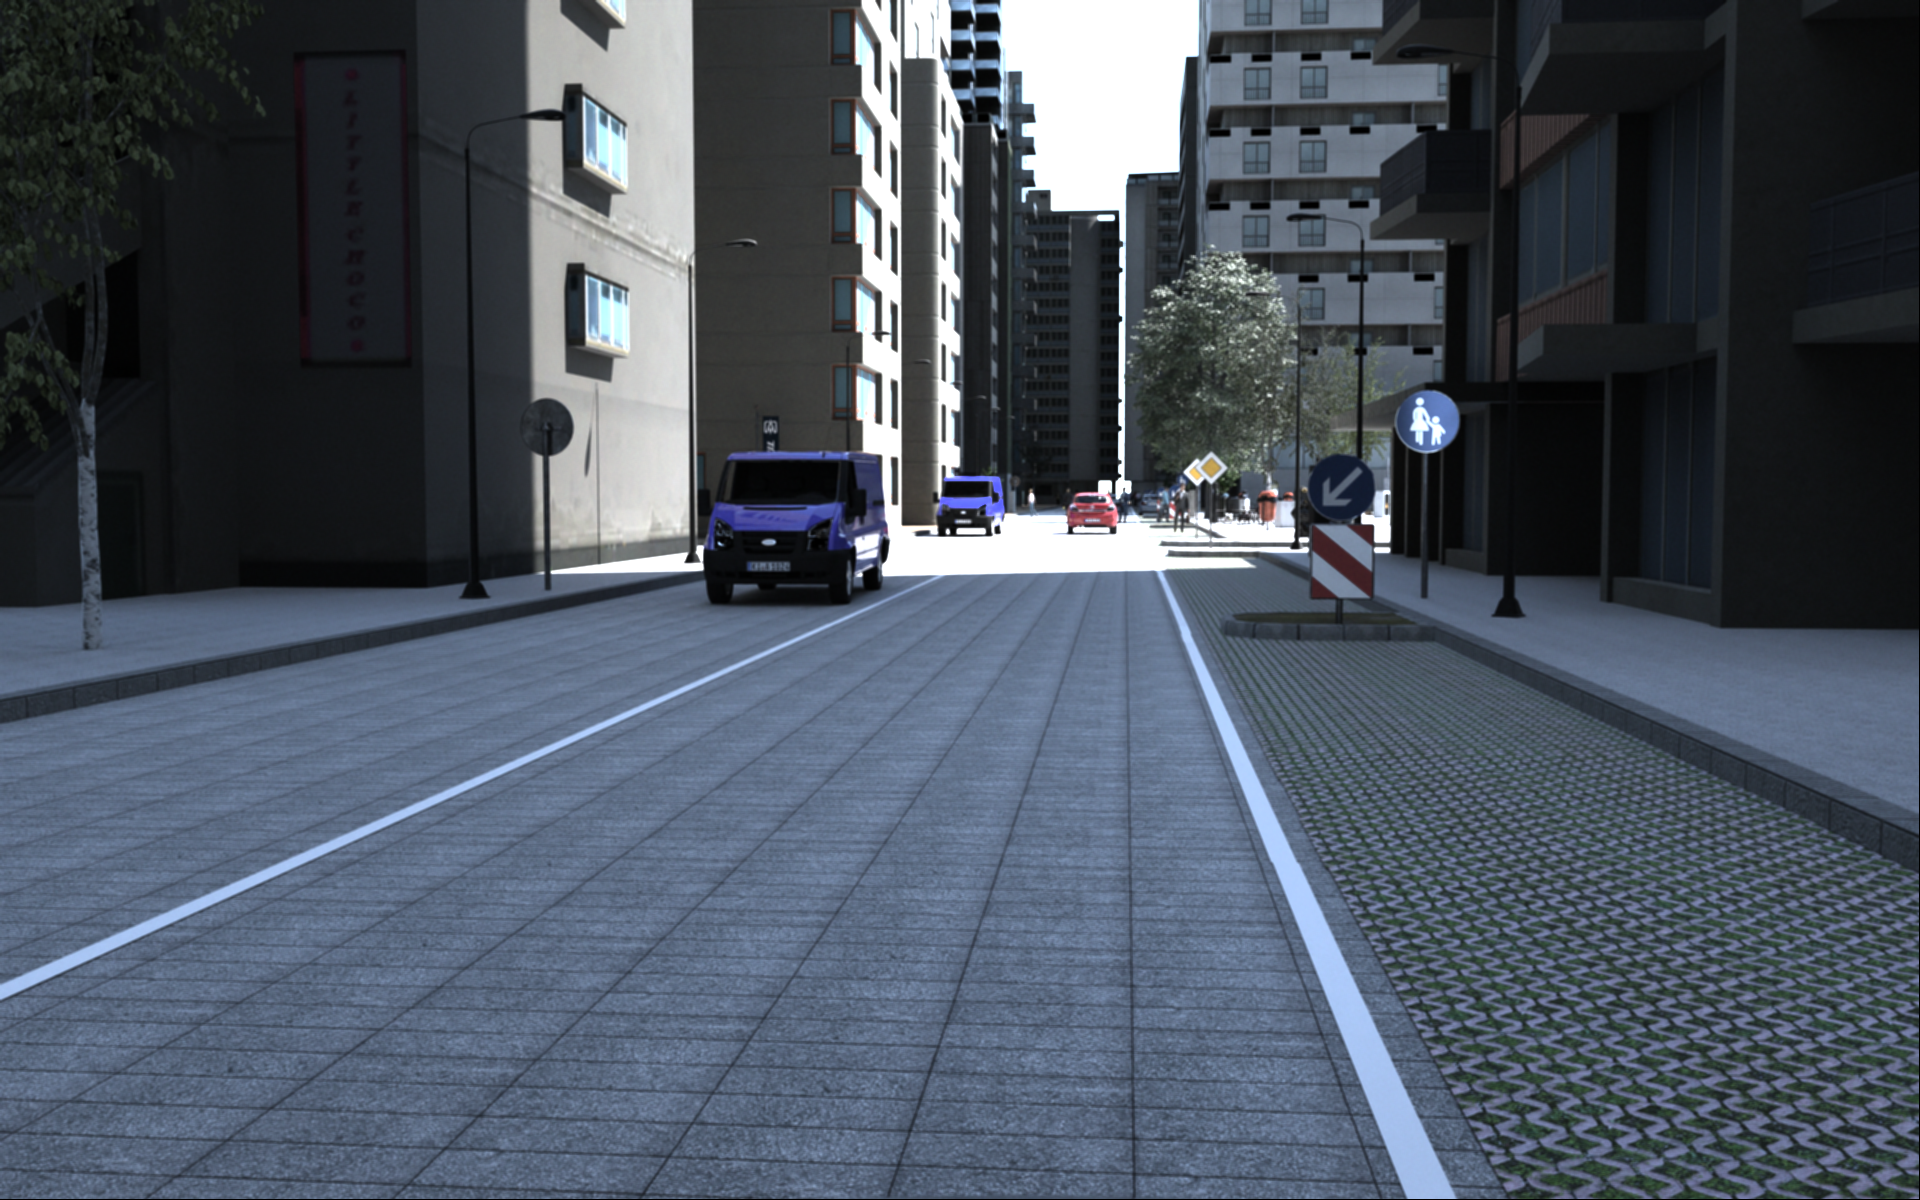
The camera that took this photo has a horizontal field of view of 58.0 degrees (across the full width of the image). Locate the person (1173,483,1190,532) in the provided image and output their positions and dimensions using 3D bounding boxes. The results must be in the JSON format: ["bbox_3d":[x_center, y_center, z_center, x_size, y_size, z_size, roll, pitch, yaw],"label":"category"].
[{"bbox_3d":[8.224,-3.420,64.386,0.622,1.834,0.822,0,3,0],"label":"person"}]

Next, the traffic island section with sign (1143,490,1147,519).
[{"bbox_3d":[11.603,-5.611,100.369,1.989,1.847,2.006,0,4,5],"label":"traffic island section with sign"}]

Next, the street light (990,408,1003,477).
[{"bbox_3d":[1.455,-7.400,93.529,1.470,5.913,1.316,0,4,5],"label":"street light"}]

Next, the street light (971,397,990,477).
[{"bbox_3d":[0.520,-6.733,82.618,1.470,5.913,1.316,0,4,5],"label":"street light"}]

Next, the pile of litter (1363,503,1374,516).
[{"bbox_3d":[24.574,-5.465,103.311,1.719,0.858,1.176,-3,4,-39],"label":"pile of litter"}]

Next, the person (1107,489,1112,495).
[{"bbox_3d":[11.039,-7.346,128.571,1.348,1.831,0.705,1,4,9],"label":"person"}]

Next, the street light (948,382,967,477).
[{"bbox_3d":[-0.593,-6.063,71.675,1.470,5.913,1.316,0,4,5],"label":"street light"}]

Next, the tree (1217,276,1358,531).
[{"bbox_3d":[10.863,-6.679,59.567,4.360,8.622,3.978,0,3,0],"label":"tree"}]

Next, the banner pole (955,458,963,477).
[{"bbox_3d":[-0.076,-8.045,121.560,0.863,3.779,0.401,0,4,7],"label":"banner pole"}]

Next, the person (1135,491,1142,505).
[{"bbox_3d":[17.243,-9.643,167.099,0.756,1.711,0.436,0,4,6],"label":"person"}]

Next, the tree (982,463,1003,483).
[{"bbox_3d":[1.831,-7.005,109.125,1.663,3.219,1.824,0,3,0],"label":"tree"}]

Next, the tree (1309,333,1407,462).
[{"bbox_3d":[18.530,-7.930,80.016,4.737,8.622,4.395,0,3,0],"label":"tree"}]

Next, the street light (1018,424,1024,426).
[{"bbox_3d":[3.545,-8.713,114.994,1.470,5.913,1.316,0,4,5],"label":"street light"}]

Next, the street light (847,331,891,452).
[{"bbox_3d":[-2.663,-4.706,49.488,1.470,5.913,1.316,0,4,5],"label":"street light"}]

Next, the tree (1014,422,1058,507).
[{"bbox_3d":[7.582,-13.601,172.735,4.360,8.622,3.978,0,3,0],"label":"tree"}]

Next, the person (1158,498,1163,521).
[{"bbox_3d":[10.719,-4.790,91.829,0.382,1.210,0.505,-2,4,-34],"label":"person"}]

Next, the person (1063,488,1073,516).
[{"bbox_3d":[7.450,-6.425,113.771,1.509,1.804,0.699,3,4,37],"label":"person"}]

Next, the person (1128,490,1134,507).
[{"bbox_3d":[18.798,-11.103,189.899,0.709,1.838,0.599,-2,4,-28],"label":"person"}]

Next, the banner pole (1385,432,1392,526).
[{"bbox_3d":[17.476,-4.897,70.077,0.401,3.779,0.863,0,4,5],"label":"banner pole"}]

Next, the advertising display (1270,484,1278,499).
[{"bbox_3d":[20.386,-6.572,112.670,0.123,1.923,0.974,3,5,40],"label":"advertising display"}]

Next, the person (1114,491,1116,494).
[{"bbox_3d":[17.532,-11.460,196.593,0.721,1.735,1.217,2,4,24],"label":"person"}]

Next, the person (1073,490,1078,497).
[{"bbox_3d":[10.892,-9.331,161.068,1.348,1.823,0.705,3,5,40],"label":"person"}]

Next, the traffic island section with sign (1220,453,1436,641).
[{"bbox_3d":[3.703,-0.558,17.747,1.989,1.847,2.006,0,4,5],"label":"traffic island section with sign"}]

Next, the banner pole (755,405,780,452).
[{"bbox_3d":[-5.489,-3.600,48.878,0.863,3.779,0.401,-1,4,-19],"label":"banner pole"}]

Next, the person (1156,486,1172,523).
[{"bbox_3d":[10.216,-4.782,86.549,0.748,1.841,0.638,1,4,17],"label":"person"}]

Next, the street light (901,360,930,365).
[{"bbox_3d":[-1.724,-5.364,60.244,1.470,5.913,1.316,0,4,5],"label":"street light"}]

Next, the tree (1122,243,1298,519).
[{"bbox_3d":[13.094,-11.204,89.840,9.857,13.997,8.962,0,3,0],"label":"tree"}]

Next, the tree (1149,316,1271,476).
[{"bbox_3d":[15.092,-11.411,104.695,7.486,12.596,7.792,0,3,0],"label":"tree"}]

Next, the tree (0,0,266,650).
[{"bbox_3d":[-7.396,-3.891,13.974,4.737,8.622,4.395,0,3,0],"label":"tree"}]

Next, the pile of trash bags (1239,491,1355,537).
[{"bbox_3d":[10.401,-2.569,51.762,3.447,1.369,1.912,3,5,41],"label":"pile of trash bags"}]

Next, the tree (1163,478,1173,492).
[{"bbox_3d":[22.732,-12.032,191.321,1.663,3.219,1.824,0,3,0],"label":"tree"}]

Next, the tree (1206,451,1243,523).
[{"bbox_3d":[11.641,-5.099,77.965,1.663,3.219,1.824,0,3,0],"label":"tree"}]

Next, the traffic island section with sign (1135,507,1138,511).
[{"bbox_3d":[16.293,-8.614,149.460,1.989,1.847,2.006,0,4,5],"label":"traffic island section with sign"}]

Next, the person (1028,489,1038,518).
[{"bbox_3d":[4.457,-5.855,104.906,0.598,1.740,0.731,1,4,17],"label":"person"}]

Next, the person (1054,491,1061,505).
[{"bbox_3d":[11.567,-12.009,204.942,1.348,1.812,0.705,-3,5,-42],"label":"person"}]

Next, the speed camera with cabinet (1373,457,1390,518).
[{"bbox_3d":[22.789,-6.012,92.627,0.660,3.252,2.038,2,4,35],"label":"speed camera with cabinet"}]

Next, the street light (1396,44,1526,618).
[{"bbox_3d":[5.211,-2.782,18.032,1.470,5.913,1.316,0,4,5],"label":"street light"}]

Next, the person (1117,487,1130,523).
[{"bbox_3d":[8.049,-4.692,85.404,0.721,1.800,0.419,3,5,43],"label":"person"}]

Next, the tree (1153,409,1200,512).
[{"bbox_3d":[16.940,-10.629,124.151,4.737,8.622,4.395,0,3,0],"label":"tree"}]

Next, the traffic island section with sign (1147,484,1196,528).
[{"bbox_3d":[8.950,-3.916,72.653,1.989,1.847,2.006,0,4,5],"label":"traffic island section with sign"}]

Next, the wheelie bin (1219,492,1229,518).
[{"bbox_3d":[14.002,-5.218,93.218,0.980,1.594,0.693,1,4,18],"label":"wheelie bin"}]

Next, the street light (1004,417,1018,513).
[{"bbox_3d":[2.569,-8.054,104.223,1.470,5.913,1.316,0,4,5],"label":"street light"}]

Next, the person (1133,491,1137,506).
[{"bbox_3d":[20.152,-11.639,198.742,0.705,1.831,1.348,3,5,40],"label":"person"}]
